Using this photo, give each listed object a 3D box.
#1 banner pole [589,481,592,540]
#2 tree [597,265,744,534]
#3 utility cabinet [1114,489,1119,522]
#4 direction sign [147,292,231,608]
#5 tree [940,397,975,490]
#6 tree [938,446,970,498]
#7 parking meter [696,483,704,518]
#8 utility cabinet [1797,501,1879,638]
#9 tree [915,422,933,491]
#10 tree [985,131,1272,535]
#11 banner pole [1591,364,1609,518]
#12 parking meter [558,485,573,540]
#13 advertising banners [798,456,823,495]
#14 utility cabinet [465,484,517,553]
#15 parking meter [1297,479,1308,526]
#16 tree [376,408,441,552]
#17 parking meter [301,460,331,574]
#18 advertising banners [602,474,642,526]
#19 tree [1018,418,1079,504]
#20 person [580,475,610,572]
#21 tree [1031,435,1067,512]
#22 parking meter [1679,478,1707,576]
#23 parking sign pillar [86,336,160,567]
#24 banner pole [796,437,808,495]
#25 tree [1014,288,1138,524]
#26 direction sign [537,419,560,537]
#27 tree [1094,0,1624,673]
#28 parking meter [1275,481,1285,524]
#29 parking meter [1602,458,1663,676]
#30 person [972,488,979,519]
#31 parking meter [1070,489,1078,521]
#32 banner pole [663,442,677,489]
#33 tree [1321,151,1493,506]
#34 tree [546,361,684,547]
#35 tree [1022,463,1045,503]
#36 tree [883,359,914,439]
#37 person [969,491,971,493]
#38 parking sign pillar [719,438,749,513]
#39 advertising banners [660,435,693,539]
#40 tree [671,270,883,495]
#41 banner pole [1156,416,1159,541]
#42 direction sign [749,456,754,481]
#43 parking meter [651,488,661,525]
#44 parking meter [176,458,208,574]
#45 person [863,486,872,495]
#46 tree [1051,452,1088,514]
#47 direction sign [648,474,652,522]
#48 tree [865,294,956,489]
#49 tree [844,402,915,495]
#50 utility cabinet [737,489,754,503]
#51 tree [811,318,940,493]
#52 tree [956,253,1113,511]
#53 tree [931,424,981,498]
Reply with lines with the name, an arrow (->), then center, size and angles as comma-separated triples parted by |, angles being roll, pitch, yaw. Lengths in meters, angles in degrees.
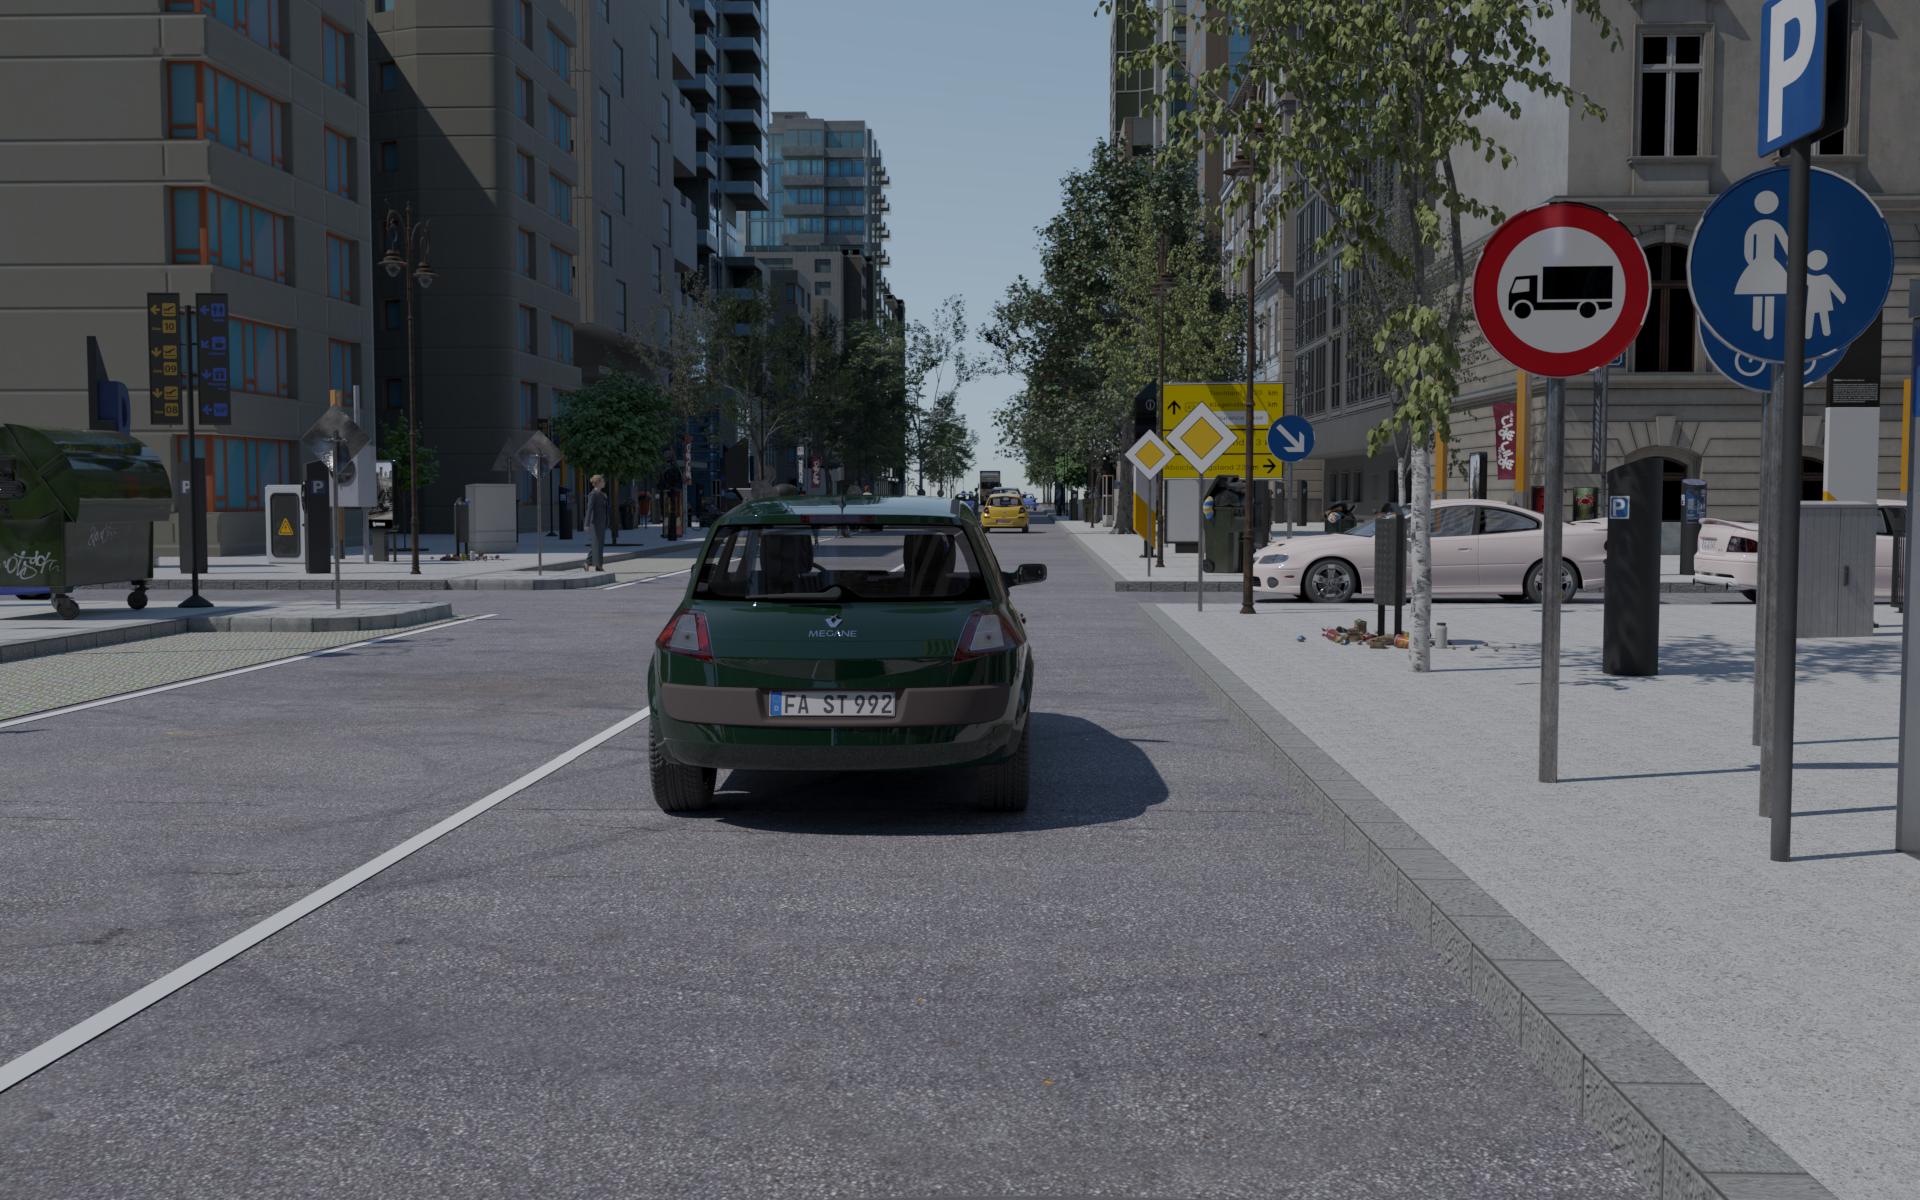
banner pole -> -10.258, -3.575, 48.466 | 0.401, 3.779, 0.863 | -2, 4, -28
tree -> -9.018, -6.407, 55.118 | 4.360, 8.622, 3.978 | 0, 3, 0
utility cabinet -> 7.451, -4.321, 79.320 | 0.318, 1.500, 1.173 | 2, 4, 31
direction sign -> -8.679, -1.686, 19.564 | 0.876, 3.537, 0.379 | 0, 4, -4
tree -> -2.101, -17.376, 202.228 | 7.486, 12.596, 7.792 | 0, 3, 0
tree -> -0.608, -18.497, 252.785 | 4.360, 8.622, 3.978 | 0, 3, 0
parking meter -> -13.854, -5.296, 92.293 | 0.399, 1.863, 0.255 | -3, 5, -45
utility cabinet -> 7.699, -0.268, 15.552 | 1.020, 1.237, 0.306 | -1, 4, -13
tree -> -4.392, -11.160, 132.826 | 4.737, 8.622, 4.395 | 0, 3, 0
tree -> 5.375, -8.437, 54.945 | 9.611, 12.733, 9.660 | 0, 3, 0
banner pole -> 10.013, -2.269, 27.108 | 0.401, 3.779, 0.863 | 3, 4, 37
parking meter -> -11.116, -2.471, 48.813 | 0.372, 1.533, 0.369 | 0, 3, 0
advertising banners -> -7.228, -5.030, 78.426 | 2.074, 3.025, 0.090 | -1, 4, -15
utility cabinet -> -10.190, -1.770, 37.622 | 0.318, 1.500, 1.173 | 2, 4, 32
parking meter -> 13.633, -3.872, 69.010 | 0.399, 1.863, 0.255 | -3, 5, -39
tree -> -12.625, -2.711, 38.927 | 1.663, 3.219, 1.824 | 0, 3, 0
parking meter -> -10.385, -1.359, 27.925 | 0.399, 1.863, 0.255 | -2, 4, -34
advertising banners -> -13.936, -4.549, 70.565 | 2.074, 3.025, 0.090 | 1, 4, 12
tree -> 12.590, -19.410, 243.104 | 9.928, 11.665, 9.643 | 0, 3, 0
person -> -6.533, -1.350, 30.986 | 0.534, 1.772, 0.576 | -1, 4, -13
tree -> 6.944, -10.518, 122.335 | 4.360, 8.622, 3.978 | 0, 3, 0
parking meter -> 11.605, -1.162, 27.408 | 0.372, 1.533, 0.369 | 0, 3, 0
parking sign pillar -> -14.818, -2.553, 30.219 | 1.447, 3.967, 1.447 | -1, 4, -15
banner pole -> -6.924, -5.290, 76.511 | 0.863, 3.779, 0.401 | 3, 5, 41
tree -> 6.106, -8.577, 74.643 | 7.601, 10.594, 8.767 | 3, 5, 43
direction sign -> -12.354, -3.689, 52.320 | 0.379, 3.537, 0.876 | 3, 5, 43
tree -> 3.081, -3.784, 12.231 | 4.737, 8.622, 4.395 | 0, 3, 0
parking meter -> 13.876, -4.247, 75.155 | 0.399, 1.863, 0.255 | 1, 4, 17
parking meter -> 4.785, -0.239, 12.321 | 0.372, 1.533, 0.369 | 0, 3, 0
person -> 0.829, -5.121, 92.563 | 0.374, 1.781, 0.599 | -1, 4, -12
parking meter -> 5.463, -4.545, 82.728 | 0.372, 1.533, 0.369 | 0, 3, 0
banner pole -> -13.861, -5.697, 83.164 | 0.863, 3.779, 0.401 | 1, 4, 15
tree -> 9.521, -5.285, 36.767 | 4.360, 8.622, 3.978 | 0, 3, 0
tree -> -8.517, -3.622, 42.934 | 4.285, 4.588, 4.351 | 0, 3, 0
tree -> 12.693, -20.522, 253.656 | 7.486, 12.596, 7.792 | 0, 3, 0
tree -> -6.484, -9.248, 85.625 | 8.767, 10.594, 7.601 | 0, 4, -8
person -> 0.947, -9.393, 162.797 | 1.217, 1.735, 0.721 | -1, 4, -14
parking sign pillar -> -10.197, -5.498, 78.358 | 1.447, 3.967, 1.447 | -3, 5, -43
advertising banners -> -8.283, -3.338, 50.763 | 0.090, 3.025, 2.074 | 1, 4, 17
tree -> -8.087, -8.390, 71.587 | 8.767, 10.594, 7.601 | 0, 4, 3
banner pole -> 5.422, -3.518, 47.536 | 0.401, 3.779, 0.863 | -2, 4, -26
direction sign -> -12.534, -6.769, 102.671 | 0.876, 3.537, 0.379 | 3, 4, 37
parking meter -> -12.801, -3.948, 72.953 | 0.372, 1.533, 0.369 | 0, 3, 0
parking meter -> -12.376, -1.357, 27.906 | 0.399, 1.863, 0.255 | 1, 4, 13
person -> -3.595, -3.635, 68.502 | 0.480, 1.755, 0.524 | 1, 4, 16
tree -> 7.572, -7.893, 112.767 | 4.285, 4.588, 4.351 | 0, 3, 0
direction sign -> -13.995, -5.288, 78.449 | 0.379, 3.537, 0.876 | -1, 4, -15
tree -> -2.469, -18.794, 163.171 | 12.611, 20.169, 13.585 | 0, 3, 0
tree -> -6.118, -10.410, 120.568 | 4.737, 8.622, 4.395 | 0, 3, 0
utility cabinet -> -8.572, -3.668, 68.651 | 1.173, 1.500, 0.318 | 0, 4, -6
tree -> -6.045, -11.871, 112.219 | 7.486, 12.596, 7.792 | 0, 3, 0
tree -> 6.973, -16.888, 132.008 | 12.611, 20.169, 13.585 | 0, 3, 0
tree -> -1.119, -19.546, 245.336 | 9.928, 11.665, 9.643 | 0, 3, 0
